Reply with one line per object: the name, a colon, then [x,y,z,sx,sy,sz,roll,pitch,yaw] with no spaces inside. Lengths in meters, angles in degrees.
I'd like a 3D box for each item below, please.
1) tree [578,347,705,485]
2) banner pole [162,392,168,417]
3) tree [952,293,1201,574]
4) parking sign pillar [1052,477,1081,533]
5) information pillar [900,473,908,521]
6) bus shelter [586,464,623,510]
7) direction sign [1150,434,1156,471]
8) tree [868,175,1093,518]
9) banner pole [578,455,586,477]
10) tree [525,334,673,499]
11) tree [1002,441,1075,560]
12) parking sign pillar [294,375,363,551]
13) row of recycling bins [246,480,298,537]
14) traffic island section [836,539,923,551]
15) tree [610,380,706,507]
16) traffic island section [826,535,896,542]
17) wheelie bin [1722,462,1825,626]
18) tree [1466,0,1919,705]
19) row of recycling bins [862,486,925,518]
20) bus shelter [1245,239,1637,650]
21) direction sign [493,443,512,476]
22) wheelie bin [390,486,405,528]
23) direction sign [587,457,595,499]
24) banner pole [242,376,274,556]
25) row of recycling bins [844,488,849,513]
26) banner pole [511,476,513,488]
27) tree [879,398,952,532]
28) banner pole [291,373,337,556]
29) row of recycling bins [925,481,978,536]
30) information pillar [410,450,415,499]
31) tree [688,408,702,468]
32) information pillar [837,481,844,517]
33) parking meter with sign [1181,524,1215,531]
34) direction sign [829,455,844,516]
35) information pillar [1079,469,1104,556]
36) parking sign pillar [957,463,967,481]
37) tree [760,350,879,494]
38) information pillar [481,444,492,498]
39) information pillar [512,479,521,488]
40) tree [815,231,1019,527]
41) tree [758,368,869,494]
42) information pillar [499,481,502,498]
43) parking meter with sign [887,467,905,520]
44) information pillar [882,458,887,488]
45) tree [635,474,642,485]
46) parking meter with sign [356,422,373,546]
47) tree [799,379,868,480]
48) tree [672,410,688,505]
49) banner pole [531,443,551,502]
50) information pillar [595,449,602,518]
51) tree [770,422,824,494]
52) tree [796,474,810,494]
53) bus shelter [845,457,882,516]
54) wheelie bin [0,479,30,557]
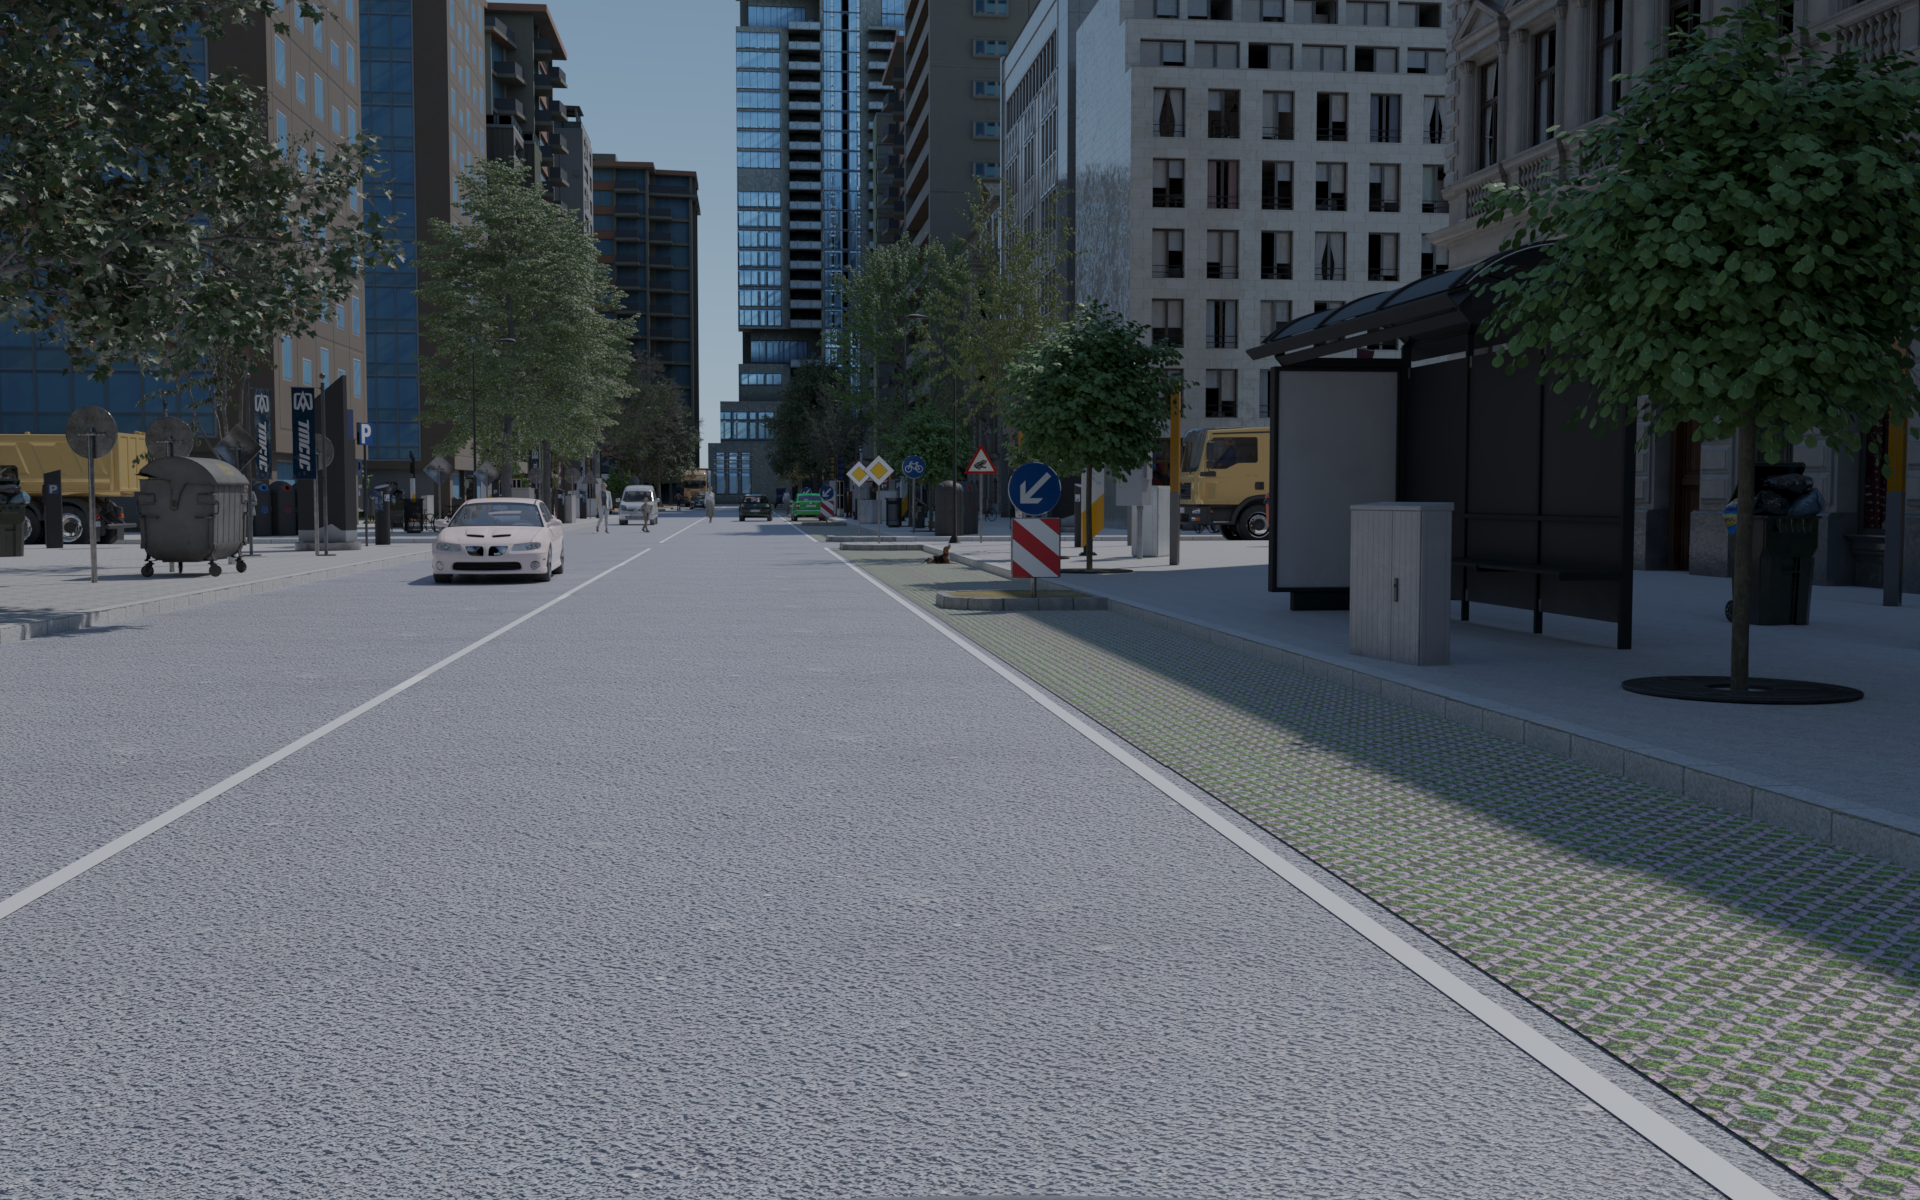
tree: [-26.200,-14.232,143.071,12.009,13.543,11.850,0,3,0]
banner pole: [-19.307,-3.190,42.178,0.401,3.779,0.863,-2,4,-32]
tree: [2.220,-2.735,28.432,4.285,4.588,4.351,0,3,0]
parking sign pillar: [3.755,-4.268,58.254,1.447,3.967,1.447,2,4,34]
information pillar: [-2.649,-5.501,81.294,0.183,3.616,0.504,3,4,36]
bus shelter: [-24.177,-7.583,117.901,2.014,3.302,5.546,0,4,-7]
direction sign: [6.358,-4.016,57.664,0.379,3.537,0.876,2,4,25]
tree: [1.193,-5.454,39.531,4.737,8.622,4.395,0,3,0]
banner pole: [-23.943,-7.312,109.561,0.401,3.779,0.863,2,4,29]
tree: [-21.049,-10.113,99.755,8.767,10.594,7.601,-3,5,-39]
tree: [1.547,-2.428,34.298,1.663,3.219,1.824,0,3,0]
parking sign pillar: [-14.485,-3.126,39.585,1.447,3.967,1.447,1,4,18]
row of recycling bins: [-21.093,-2.795,52.817,1.069,1.692,3.534,2,4,28]
traffic island section: [-2.076,-1.383,44.896,2.009,0.180,2.903,0,4,-7]
tree: [-30.413,-15.719,174.010,9.611,12.733,9.660,0,3,0]
traffic island section: [-3.048,-1.868,52.822,2.009,0.180,2.903,0,4,-7]
wheelie bin: [8.053,-0.561,17.081,0.980,1.594,0.693,-1,4,-11]
tree: [5.097,-1.670,11.022,4.285,4.588,4.351,0,3,0]
row of recycling bins: [-3.525,-5.290,93.600,3.534,1.692,1.069,-1,4,-13]
bus shelter: [4.484,-1.384,16.546,2.014,3.302,5.546,0,4,-7]
direction sign: [-20.210,-5.173,76.575,0.379,3.537,0.876,3,5,43]
wheelie bin: [-21.541,-3.560,66.118,0.693,1.594,0.980,-2,4,-27]
direction sign: [-22.703,-7.006,106.551,0.379,3.537,0.876,1,4,19]
banner pole: [-14.609,-2.814,36.027,0.401,3.779,0.863,1,4,23]
row of recycling bins: [-7.889,-6.852,119.149,1.069,1.692,3.534,1,4,21]
banner pole: [-22.398,-5.883,86.205,0.401,3.779,0.863,-2,4,-35]
tree: [-0.942,-4.610,59.090,4.285,4.588,4.351,0,3,0]
banner pole: [-13.366,-2.798,35.762,0.863,3.779,0.401,-2,4,-34]
row of recycling bins: [-0.135,-2.892,54.403,1.069,1.692,3.534,1,4,11]
information pillar: [-28.951,-6.130,91.586,0.183,3.616,0.504,-3,4,-38]
tree: [-33.918,-17.372,202.164,7.486,12.596,7.792,0,3,0]
information pillar: [-6.690,-5.651,96.879,0.304,2.012,0.304,-3,4,-37]
parking meter with sign: [8.103,-3.941,60.696,1.738,3.016,0.543,0,4,1]
direction sign: [-7.245,-6.689,101.367,0.876,3.537,0.379,0,4,-2]
information pillar: [2.751,-2.733,36.044,0.504,3.616,0.183,-1,4,-15]
parking sign pillar: [-0.268,-6.280,91.143,1.447,3.967,1.447,2,4,30]
tree: [-11.313,-13.533,138.279,9.611,12.733,9.660,0,3,0]
information pillar: [-21.490,-5.331,78.515,0.504,3.616,0.183,-3,5,-41]
information pillar: [-21.355,-4.833,83.515,0.304,2.012,0.304,3,4,37]
tree: [-1.719,-8.666,67.448,9.928,11.665,9.643,0,3,0]
tree: [-13.641,-15.339,161.157,12.009,13.543,11.850,0,3,0]
information pillar: [-24.885,-5.479,94.074,0.304,2.012,0.304,-1,4,-18]
parking meter with sign: [-3.260,-5.552,87.032,0.543,3.016,1.738,-2,4,-28]
information pillar: [-4.704,-7.079,107.092,0.183,3.616,0.504,-3,5,-39]
tree: [-24.692,-8.203,128.728,1.663,3.219,1.824,0,3,0]
parking meter with sign: [-15.323,-2.829,42.509,1.738,3.016,0.543,1,4,14]
tree: [-8.253,-10.080,115.165,4.360,8.622,3.978,0,3,0]
tree: [-16.471,-9.316,70.442,7.486,12.596,7.792,0,3,0]
banner pole: [-20.651,-5.795,84.762,0.863,3.779,0.401,2,4,27]
information pillar: [-18.976,-6.092,90.958,0.183,3.616,0.504,-3,5,-44]
tree: [-17.496,-16.860,193.794,7.486,12.596,7.792,0,3,0]
tree: [-18.744,-15.499,203.765,4.737,8.622,4.395,0,3,0]
bus shelter: [-5.404,-6.397,98.516,2.014,3.302,5.546,0,4,-7]
wheelie bin: [-19.529,-1.685,35.461,0.693,1.594,0.980,3,5,41]
